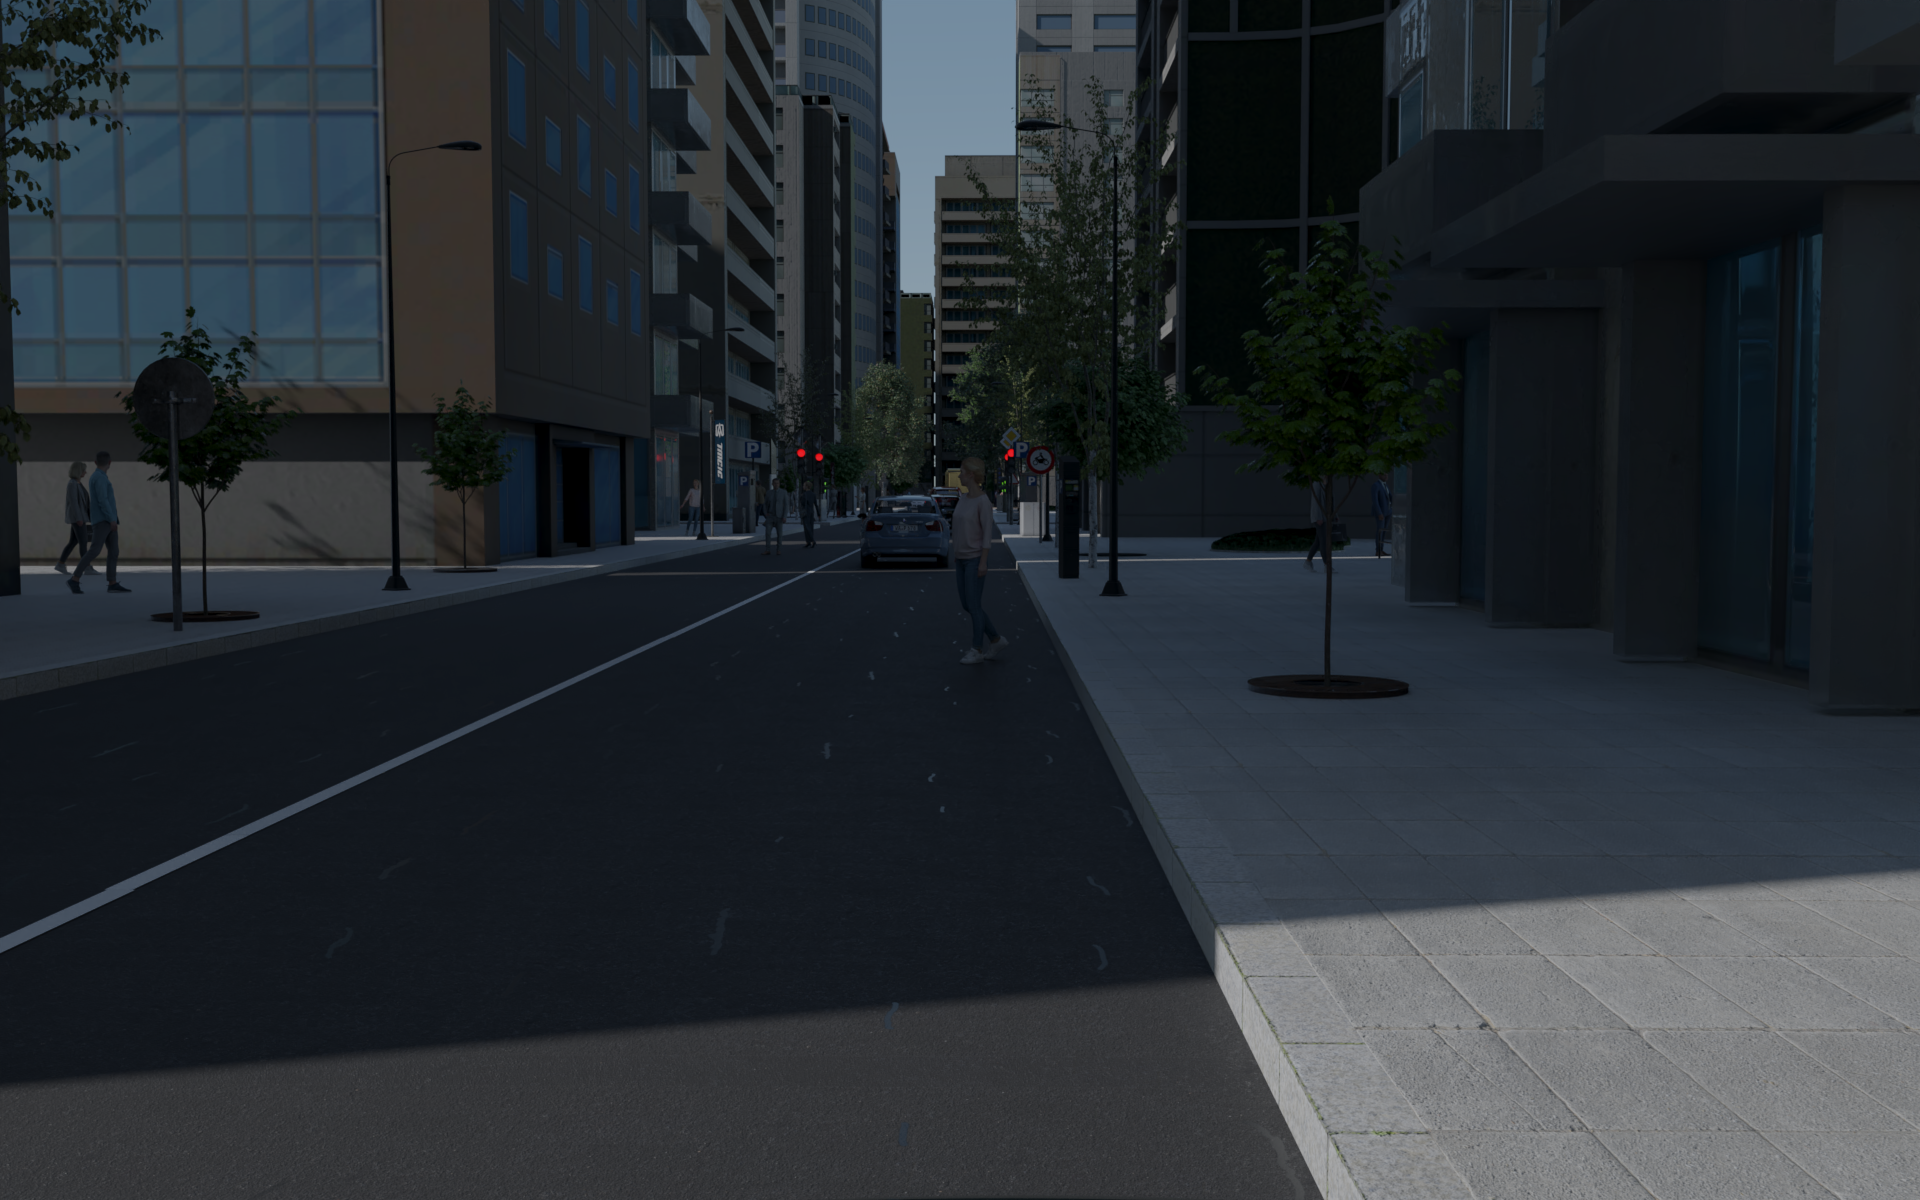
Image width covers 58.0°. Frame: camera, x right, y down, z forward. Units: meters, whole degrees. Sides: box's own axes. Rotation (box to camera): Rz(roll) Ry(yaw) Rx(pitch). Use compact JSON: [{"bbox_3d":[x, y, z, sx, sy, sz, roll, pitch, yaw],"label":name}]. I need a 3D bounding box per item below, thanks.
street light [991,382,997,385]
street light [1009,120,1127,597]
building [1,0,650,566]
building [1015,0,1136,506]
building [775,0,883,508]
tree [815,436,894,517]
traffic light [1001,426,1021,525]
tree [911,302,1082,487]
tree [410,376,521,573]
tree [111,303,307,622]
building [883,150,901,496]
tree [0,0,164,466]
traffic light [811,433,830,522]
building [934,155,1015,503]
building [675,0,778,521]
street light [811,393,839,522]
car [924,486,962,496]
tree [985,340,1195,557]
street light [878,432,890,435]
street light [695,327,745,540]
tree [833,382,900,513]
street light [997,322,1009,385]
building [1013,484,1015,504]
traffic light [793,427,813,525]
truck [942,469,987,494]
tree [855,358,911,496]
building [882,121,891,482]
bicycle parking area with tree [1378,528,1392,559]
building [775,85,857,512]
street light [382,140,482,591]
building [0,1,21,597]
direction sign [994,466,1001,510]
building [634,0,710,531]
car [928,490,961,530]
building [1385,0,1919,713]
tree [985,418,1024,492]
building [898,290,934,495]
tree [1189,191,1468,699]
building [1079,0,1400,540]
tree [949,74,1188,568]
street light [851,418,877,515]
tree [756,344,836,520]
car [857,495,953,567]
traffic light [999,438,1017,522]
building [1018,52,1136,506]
[{"bbox_3d":[1.999,-6.077,71.906,1.470,5.913,1.316,0,4,1],"label":"street light"},{"bbox_3d":[1.392,-3.005,21.676,1.470,5.913,1.316,0,4,1],"label":"street light"},{"bbox_3d":[-14.911,-23.610,36.137,14.600,45.320,14.200,0,4,1],"label":"building"},{"bbox_3d":[16.397,-39.315,184.807,21.231,58.520,28.212,0,4,1],"label":"building"},{"bbox_3d":[-18.798,-38.313,168.415,21.231,58.520,28.212,0,4,1],"label":"building"},{"bbox_3d":[-6.719,-6.986,97.931,4.285,4.588,4.351,0,3,0],"label":"tree"},{"bbox_3d":[2.112,-5.076,71.918,0.839,4.253,0.868,0,4,1],"label":"traffic light"},{"bbox_3d":[4.033,-11.400,103.398,9.611,12.733,9.660,0,3,0],"label":"tree"},{"bbox_3d":[-8.260,-2.069,28.426,1.663,3.219,1.824,0,3,0],"label":"tree"},{"bbox_3d":[-7.875,-1.418,17.788,1.663,3.219,1.824,0,3,0],"label":"tree"},{"bbox_3d":[-15.016,-34.962,221.736,14.200,45.320,14.600,0,4,1],"label":"building"},{"bbox_3d":[-8.570,-3.843,13.191,4.737,8.622,4.395,0,3,0],"label":"tree"},{"bbox_3d":[-6.456,-5.570,79.986,0.839,4.253,0.868,0,4,1],"label":"traffic light"},{"bbox_3d":[7.167,-38.314,250.130,21.600,48.544,21.300,0,4,1],"label":"building"},{"bbox_3d":[-21.597,-28.598,91.285,21.300,48.544,21.600,0,4,1],"label":"building"},{"bbox_3d":[-6.272,-6.566,79.896,1.470,5.913,1.316,0,4,1],"label":"street light"},{"bbox_3d":[-0.706,-4.850,87.970,2.281,1.827,5.304,0,4,0],"label":"car"},{"bbox_3d":[3.156,-3.206,36.133,4.285,4.588,4.351,0,3,0],"label":"tree"},{"bbox_3d":[-5.786,-9.669,130.625,1.470,5.913,1.316,0,4,1],"label":"street light"},{"bbox_3d":[-6.689,-4.636,48.334,1.470,5.913,1.316,0,4,1],"label":"street light"},{"bbox_3d":[-6.373,-10.030,114.350,4.737,8.622,4.395,0,3,0],"label":"tree"},{"bbox_3d":[1.823,-4.535,46.694,1.470,5.913,1.316,0,4,1],"label":"street light"},{"bbox_3d":[20.733,-22.605,214.634,27.650,21.520,28.899,0,4,1],"label":"building"},{"bbox_3d":[-6.549,-5.081,72.002,0.839,4.253,0.868,0,4,1],"label":"traffic light"},{"bbox_3d":[0.278,-8.217,130.279,3.469,3.379,9.791,0,4,1],"label":"truck"},{"bbox_3d":[-6.456,-14.023,146.286,9.611,12.733,9.660,0,3,0],"label":"tree"},{"bbox_3d":[-19.345,-33.193,197.329,22.147,44.769,28.867,0,4,1],"label":"building"},{"bbox_3d":[11.554,-2.680,30.824,8.231,4.147,9.016,1,4,17],"label":"bicycle parking area with tree"},{"bbox_3d":[-15.068,-21.661,125.863,14.160,30.474,14.107,0,4,1],"label":"building"},{"bbox_3d":[-6.981,-3.081,22.921,1.470,5.913,1.316,0,4,1],"label":"street light"},{"bbox_3d":[-22.758,-23.644,10.275,21.300,48.544,21.600,0,4,1],"label":"building"},{"bbox_3d":[3.035,-9.048,139.929,0.379,3.537,0.876,-2,4,-33],"label":"direction sign"},{"bbox_3d":[-24.530,-26.882,59.129,30.456,49.044,23.786,0,4,1],"label":"building"},{"bbox_3d":[-0.561,-3.192,61.979,2.009,1.686,4.222,0,4,1],"label":"car"},{"bbox_3d":[15.503,-23.892,10.236,23.786,49.044,30.456,0,4,1],"label":"building"},{"bbox_3d":[4.317,-12.317,151.744,4.360,8.622,3.978,0,3,0],"label":"tree"},{"bbox_3d":[-10.715,-29.149,248.291,14.107,30.474,14.160,0,4,1],"label":"building"},{"bbox_3d":[2.273,-1.015,11.192,1.663,3.219,1.824,0,3,0],"label":"tree"},{"bbox_3d":[14.454,-37.627,53.450,20.563,71.187,20.611,0,4,1],"label":"building"},{"bbox_3d":[2.086,-4.854,29.719,4.737,8.622,4.395,0,3,0],"label":"tree"},{"bbox_3d":[-5.968,-8.114,105.199,1.470,5.913,1.316,0,4,1],"label":"street light"},{"bbox_3d":[-8.104,-8.272,85.615,4.360,8.622,3.978,0,3,0],"label":"tree"},{"bbox_3d":[-1.099,-1.413,35.108,2.014,1.417,4.499,0,4,-1],"label":"car"},{"bbox_3d":[2.205,-5.565,79.902,0.839,4.253,0.868,0,4,1],"label":"traffic light"},{"bbox_3d":[12.501,-29.387,164.070,14.154,41.232,14.086,0,4,1],"label":"building"}]
